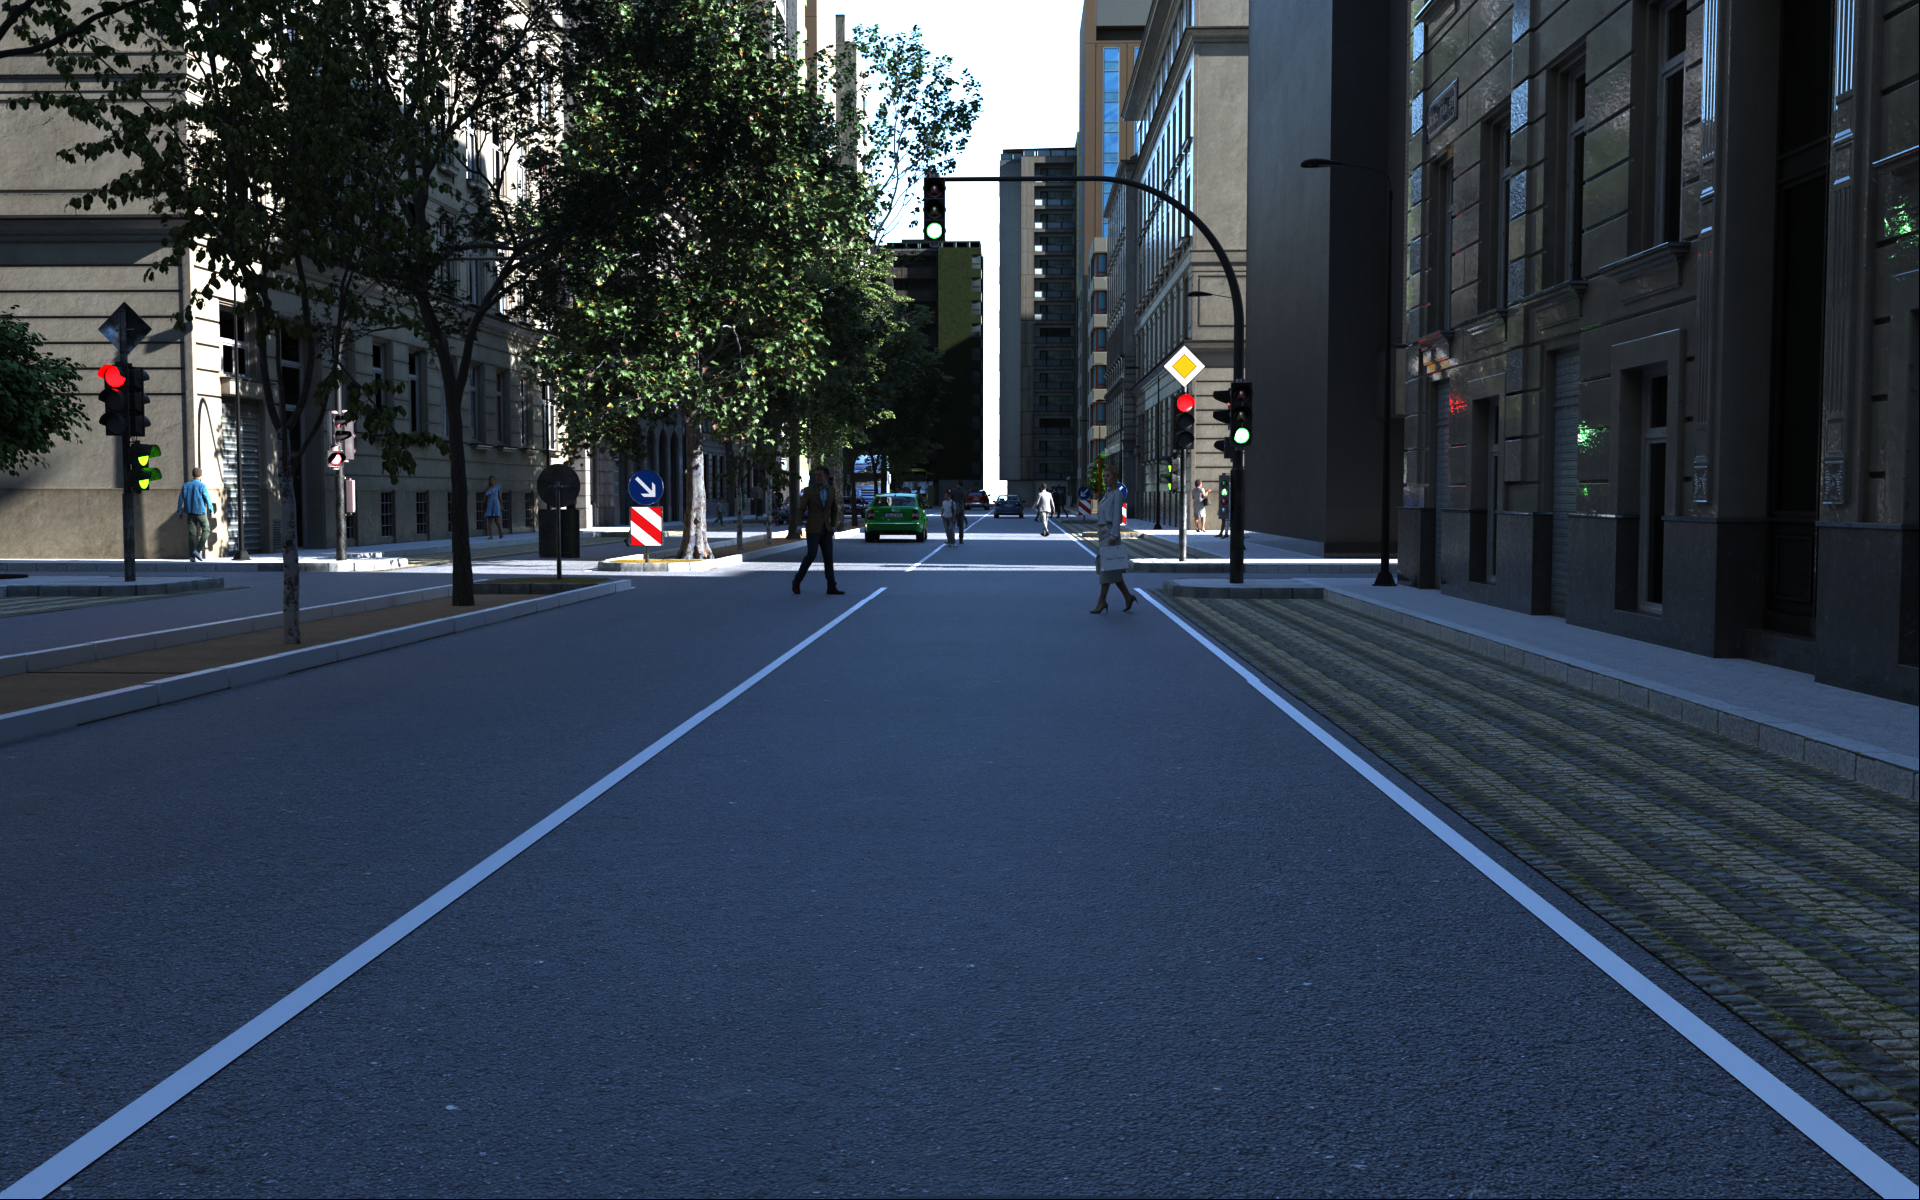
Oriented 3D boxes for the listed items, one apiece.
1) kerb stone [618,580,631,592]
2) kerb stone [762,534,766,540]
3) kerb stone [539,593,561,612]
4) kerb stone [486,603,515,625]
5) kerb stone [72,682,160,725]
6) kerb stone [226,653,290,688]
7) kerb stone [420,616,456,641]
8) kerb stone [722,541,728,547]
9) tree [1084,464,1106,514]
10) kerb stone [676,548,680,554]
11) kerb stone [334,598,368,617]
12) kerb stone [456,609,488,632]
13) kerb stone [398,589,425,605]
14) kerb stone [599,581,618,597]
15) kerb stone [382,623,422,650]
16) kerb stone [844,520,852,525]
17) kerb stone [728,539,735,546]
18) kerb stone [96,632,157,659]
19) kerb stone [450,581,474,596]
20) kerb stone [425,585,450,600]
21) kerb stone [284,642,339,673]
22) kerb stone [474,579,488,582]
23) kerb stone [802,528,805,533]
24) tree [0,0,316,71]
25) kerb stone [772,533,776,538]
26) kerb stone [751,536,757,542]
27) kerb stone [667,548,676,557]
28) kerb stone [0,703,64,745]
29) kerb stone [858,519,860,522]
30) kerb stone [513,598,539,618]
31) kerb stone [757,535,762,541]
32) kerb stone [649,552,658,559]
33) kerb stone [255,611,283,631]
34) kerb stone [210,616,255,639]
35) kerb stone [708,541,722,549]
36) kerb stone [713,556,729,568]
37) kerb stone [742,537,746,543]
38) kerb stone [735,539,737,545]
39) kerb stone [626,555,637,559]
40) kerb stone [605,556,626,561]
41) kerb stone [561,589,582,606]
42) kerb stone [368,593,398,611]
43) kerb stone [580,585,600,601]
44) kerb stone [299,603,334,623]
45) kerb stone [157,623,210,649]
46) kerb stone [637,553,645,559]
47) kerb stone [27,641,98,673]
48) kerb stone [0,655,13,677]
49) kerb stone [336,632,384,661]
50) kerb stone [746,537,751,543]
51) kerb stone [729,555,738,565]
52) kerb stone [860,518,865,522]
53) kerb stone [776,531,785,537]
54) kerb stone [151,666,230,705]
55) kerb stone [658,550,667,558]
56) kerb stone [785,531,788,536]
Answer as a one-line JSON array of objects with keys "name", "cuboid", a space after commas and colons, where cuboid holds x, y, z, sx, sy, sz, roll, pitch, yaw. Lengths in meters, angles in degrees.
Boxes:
[{"name": "kerb stone", "cuboid": [-5.029, -0.201, 25.589, 0.120, 0.150, 1.000, 0, 4, 2]}, {"name": "kerb stone", "cuboid": [-6.224, -1.934, 53.818, 0.120, 0.150, 1.000, 0, 4, 2]}, {"name": "kerb stone", "cuboid": [-5.165, 0.048, 21.472, 0.120, 0.150, 1.000, 0, 4, 2]}, {"name": "kerb stone", "cuboid": [-5.225, 0.169, 19.427, 0.120, 0.150, 1.000, 0, 4, 2]}, {"name": "kerb stone", "cuboid": [-5.504, 0.679, 11.210, 0.120, 0.150, 1.000, 0, 4, 2]}, {"name": "kerb stone", "cuboid": [-5.424, 0.545, 13.277, 0.120, 0.150, 1.000, 0, 4, 2]}, {"name": "kerb stone", "cuboid": [-5.304, 0.295, 17.372, 0.120, 0.150, 1.000, 0, 4, 2]}, {"name": "kerb stone", "cuboid": [-6.459, -1.491, 46.640, 0.120, 0.150, 1.000, 0, 4, 2]}, {"name": "tree", "cuboid": [8.726, -7.136, 111.268, 1.663, 3.219, 1.824, 0, 3, 0]}, {"name": "kerb stone", "cuboid": [-6.654, -1.120, 40.505, 0.120, 0.150, 1.000, 0, 4, 2]}, {"name": "kerb stone", "cuboid": [-7.294, 0.103, 20.510, 0.120, 0.150, 1.000, 0, 4, 2]}, {"name": "kerb stone", "cuboid": [-5.259, 0.232, 18.398, 0.120, 0.150, 1.000, 0, 4, 2]}, {"name": "kerb stone", "cuboid": [-7.234, -0.022, 22.559, 0.120, 0.150, 1.000, 0, 4, 2]}, {"name": "kerb stone", "cuboid": [-5.068, -0.144, 24.561, 0.120, 0.150, 1.000, 0, 4, 2]}, {"name": "kerb stone", "cuboid": [-5.331, 0.358, 16.341, 0.120, 0.150, 1.000, 0, 4, 2]}, {"name": "kerb stone", "cuboid": [-5.292, -3.691, 82.536, 0.120, 0.150, 1.000, 0, 4, 2]}, {"name": "kerb stone", "cuboid": [-6.415, -1.548, 47.664, 0.120, 0.150, 1.000, 0, 4, 2]}, {"name": "kerb stone", "cuboid": [-7.467, 0.416, 15.388, 0.120, 0.150, 1.000, 0, 4, 2]}, {"name": "kerb stone", "cuboid": [-7.164, -0.147, 24.613, 0.120, 0.150, 1.000, 0, 4, 2]}, {"name": "kerb stone", "cuboid": [-7.201, -0.085, 23.592, 0.120, 0.150, 1.000, 0, 4, 2]}, {"name": "kerb stone", "cuboid": [-5.400, 0.483, 14.298, 0.120, 0.150, 1.000, 0, 4, 2]}, {"name": "kerb stone", "cuboid": [-7.129, -0.208, 25.642, 0.120, 0.150, 1.000, 0, 4, 2]}, {"name": "kerb stone", "cuboid": [-5.831, -2.687, 66.123, 0.120, 0.150, 1.000, 0, 4, 2]}, {"name": "tree", "cuboid": [-6.143, -4.908, 8.464, 9.928, 11.665, 9.643, 0, 3, 0]}, {"name": "kerb stone", "cuboid": [-6.159, -2.060, 55.872, 0.120, 0.150, 1.000, 0, 4, 2]}, {"name": "kerb stone", "cuboid": [-6.287, -1.799, 51.761, 0.120, 0.150, 1.000, 0, 4, 2]}, {"name": "kerb stone", "cuboid": [-6.680, -1.057, 39.475, 0.120, 0.150, 1.000, 0, 4, 2]}, {"name": "kerb stone", "cuboid": [-5.524, 0.738, 10.183, 0.120, 0.150, 1.000, 0, 4, 2]}, {"name": "kerb stone", "cuboid": [-5.189, -3.878, 85.607, 0.120, 0.150, 1.000, 0, 4, 2]}, {"name": "kerb stone", "cuboid": [-5.201, 0.107, 20.451, 0.120, 0.150, 1.000, 0, 4, 2]}, {"name": "kerb stone", "cuboid": [-6.254, -1.871, 52.782, 0.120, 0.150, 1.000, 0, 4, 2]}, {"name": "kerb stone", "cuboid": [-6.754, -0.932, 37.428, 0.120, 0.150, 1.000, 0, 4, 2]}, {"name": "kerb stone", "cuboid": [-7.369, 0.228, 18.463, 0.120, 0.150, 1.000, 0, 4, 2]}, {"name": "kerb stone", "cuboid": [-7.399, 0.291, 17.434, 0.120, 0.150, 1.000, 0, 4, 2]}, {"name": "kerb stone", "cuboid": [-6.488, -1.428, 45.618, 0.120, 0.150, 1.000, 0, 4, 2]}, {"name": "kerb stone", "cuboid": [-4.761, -0.737, 34.288, 0.120, 0.150, 1.000, 0, 4, 2]}, {"name": "kerb stone", "cuboid": [-6.350, -1.683, 49.712, 0.120, 0.150, 1.000, 0, 4, 2]}, {"name": "kerb stone", "cuboid": [-6.387, -1.620, 48.686, 0.120, 0.150, 1.000, 0, 4, 2]}, {"name": "kerb stone", "cuboid": [-6.818, -0.807, 35.384, 0.120, 0.150, 1.000, 0, 4, 2]}, {"name": "kerb stone", "cuboid": [-6.857, -0.744, 34.360, 0.120, 0.150, 1.000, 0, 4, 2]}, {"name": "kerb stone", "cuboid": [-5.132, -0.019, 22.505, 0.120, 0.150, 1.000, 0, 4, 2]}, {"name": "kerb stone", "cuboid": [-7.261, 0.041, 21.532, 0.120, 0.150, 1.000, 0, 4, 2]}, {"name": "kerb stone", "cuboid": [-5.102, -0.081, 23.536, 0.120, 0.150, 1.000, 0, 4, 2]}, {"name": "kerb stone", "cuboid": [-7.331, 0.166, 19.489, 0.120, 0.150, 1.000, 0, 4, 2]}, {"name": "kerb stone", "cuboid": [-7.429, 0.354, 16.412, 0.120, 0.150, 1.000, 0, 4, 2]}, {"name": "kerb stone", "cuboid": [-6.786, -0.869, 36.406, 0.120, 0.150, 1.000, 0, 4, 2]}, {"name": "kerb stone", "cuboid": [-7.493, 0.481, 14.356, 0.120, 0.150, 1.000, 0, 4, 2]}, {"name": "kerb stone", "cuboid": [-7.536, 0.542, 13.333, 0.120, 0.150, 1.000, 0, 4, 2]}, {"name": "kerb stone", "cuboid": [-5.361, 0.422, 15.320, 0.120, 0.150, 1.000, 0, 4, 2]}, {"name": "kerb stone", "cuboid": [-6.320, -1.745, 50.734, 0.120, 0.150, 1.000, 0, 4, 2]}, {"name": "kerb stone", "cuboid": [-4.719, -0.802, 35.309, 0.120, 0.150, 1.000, 0, 4, 2]}, {"name": "kerb stone", "cuboid": [-5.059, -4.130, 89.725, 0.120, 0.150, 1.000, 0, 4, 2]}, {"name": "kerb stone", "cuboid": [-6.079, -2.185, 57.920, 0.120, 0.150, 1.000, 0, 4, 2]}, {"name": "kerb stone", "cuboid": [-5.464, 0.609, 12.246, 0.120, 0.150, 1.000, 0, 4, 2]}, {"name": "kerb stone", "cuboid": [-6.716, -0.991, 38.452, 0.120, 0.150, 1.000, 0, 4, 2]}, {"name": "kerb stone", "cuboid": [-6.055, -2.247, 58.946, 0.120, 0.150, 1.000, 0, 4, 2]}]
